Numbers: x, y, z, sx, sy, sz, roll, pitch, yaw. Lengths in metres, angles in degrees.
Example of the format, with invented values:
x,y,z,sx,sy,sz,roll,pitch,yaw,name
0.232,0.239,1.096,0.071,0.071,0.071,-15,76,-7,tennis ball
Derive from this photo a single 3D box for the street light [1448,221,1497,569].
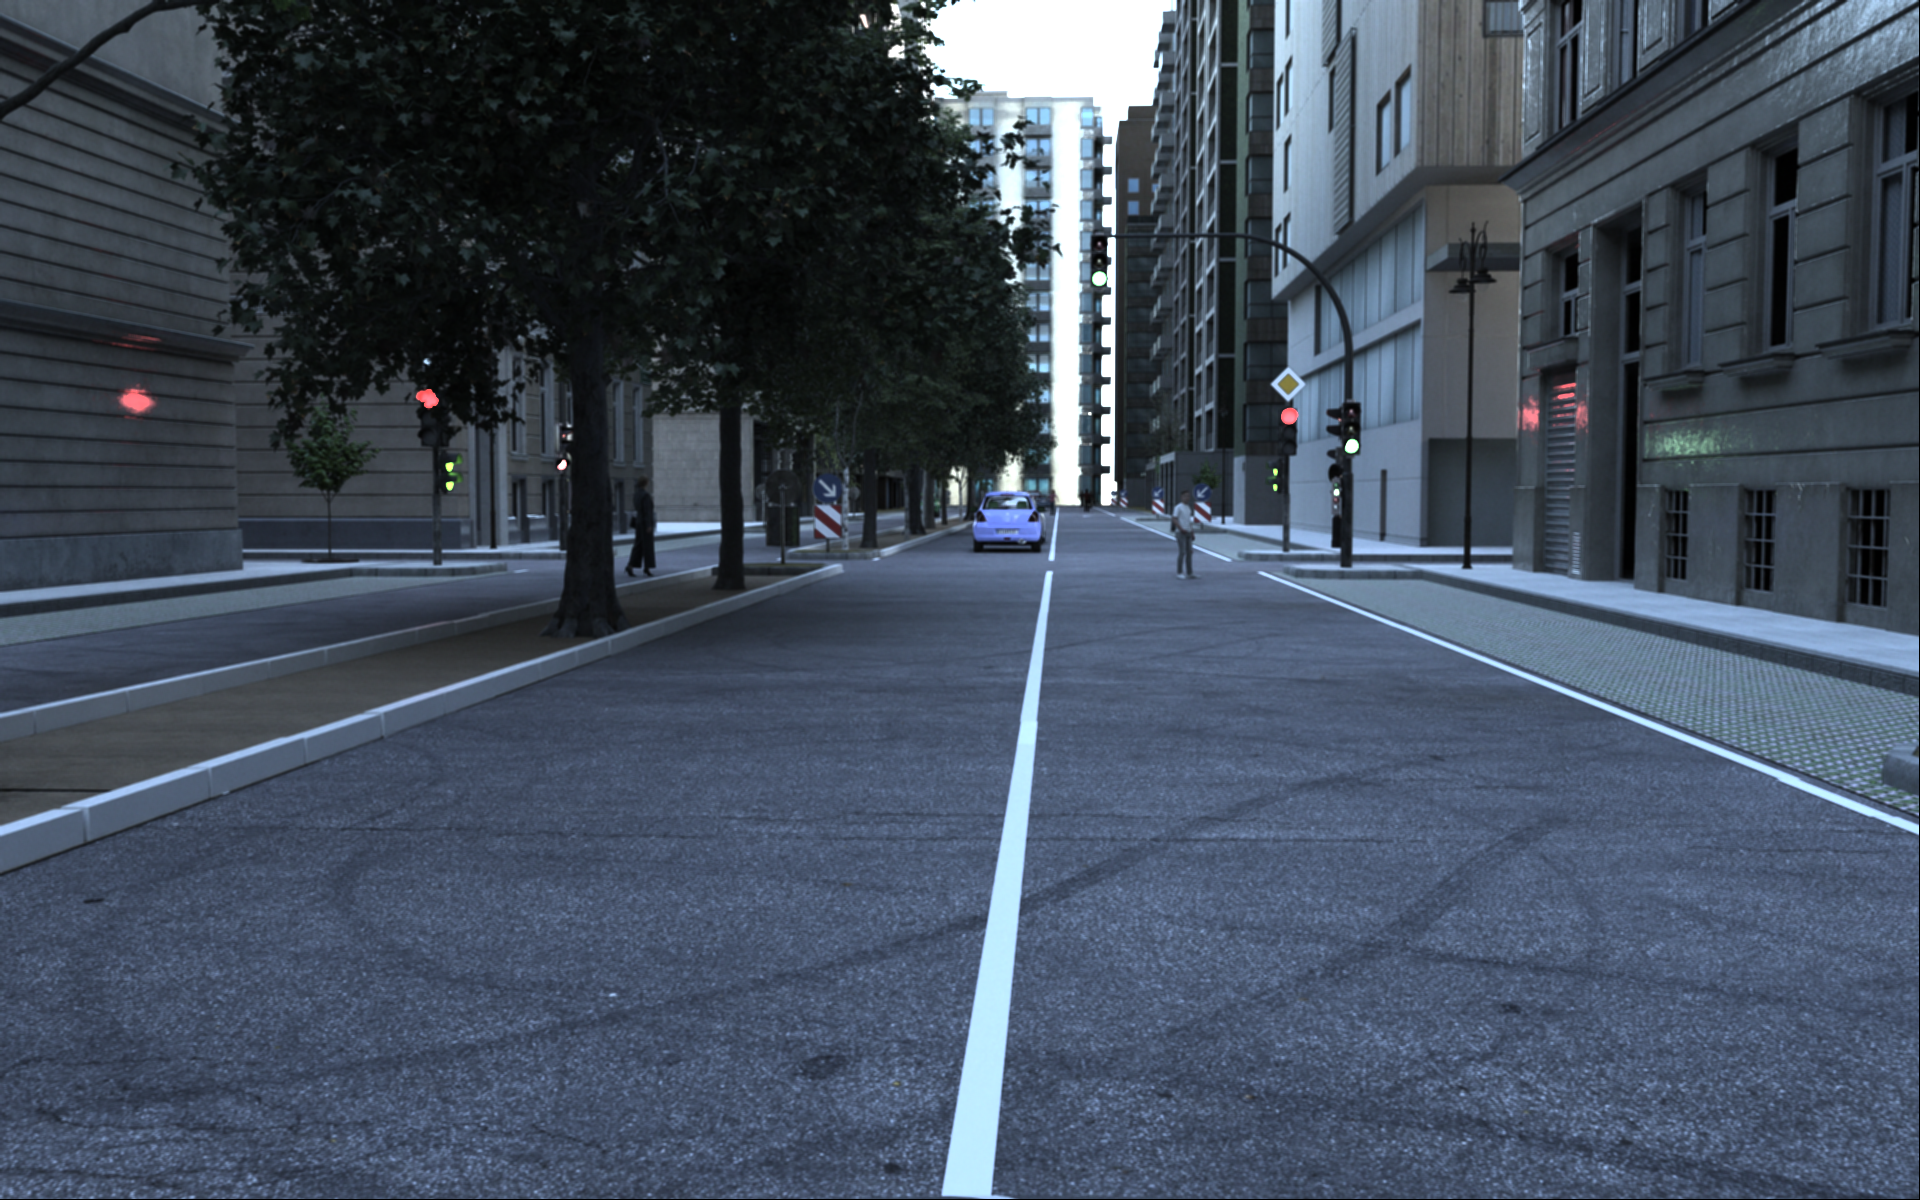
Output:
x,y,z,sx,sy,sz,roll,pitch,yaw,name
8.721,-3.475,29.611,0.468,5.910,1.993,0,4,3,street light

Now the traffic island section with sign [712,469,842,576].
x,y,z,sx,sy,sz,roll,pitch,yaw,name
-3.288,-1.407,31.133,2.006,1.907,1.989,0,4,3,traffic island section with sign

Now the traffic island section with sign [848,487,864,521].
x,y,z,sx,sy,sz,roll,pitch,yaw,name
-5.616,-5.100,92.017,1.989,1.847,2.006,0,4,3,traffic island section with sign

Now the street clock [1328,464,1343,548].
x,y,z,sx,sy,sz,roll,pitch,yaw,name
9.011,-2.249,41.344,0.358,2.002,0.471,-1,4,-22,street clock

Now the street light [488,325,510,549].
x,y,z,sx,sy,sz,roll,pitch,yaw,name
-10.943,-4.138,40.445,0.468,5.910,1.993,0,4,3,street light

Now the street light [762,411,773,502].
x,y,z,sx,sy,sz,roll,pitch,yaw,name
-8.731,-6.483,78.793,0.468,5.910,1.993,0,4,3,street light

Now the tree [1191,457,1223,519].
x,y,z,sx,sy,sz,roll,pitch,yaw,name
12.794,-5.868,90.545,1.663,3.219,1.824,0,3,0,tree

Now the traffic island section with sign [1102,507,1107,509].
x,y,z,sx,sy,sz,roll,pitch,yaw,name
14.664,-9.689,167.047,1.989,1.847,2.006,0,4,3,traffic island section with sign

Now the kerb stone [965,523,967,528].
x,y,z,sx,sy,sz,roll,pitch,yaw,name
0.088,-3.021,71.587,0.120,0.150,1.000,0,4,3,kerb stone

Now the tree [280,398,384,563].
x,y,z,sx,sy,sz,roll,pitch,yaw,name
-12.001,-2.324,32.595,1.663,3.219,1.824,0,3,0,tree

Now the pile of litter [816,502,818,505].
x,y,z,sx,sy,sz,roll,pitch,yaw,name
-9.265,-5.863,109.817,1.719,0.858,1.176,1,4,14,pile of litter

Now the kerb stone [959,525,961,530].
x,y,z,sx,sy,sz,roll,pitch,yaw,name
-0.149,-2.771,67.498,0.120,0.150,1.000,0,4,3,kerb stone

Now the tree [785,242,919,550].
x,y,z,sx,sy,sz,roll,pitch,yaw,name
-2.659,-5.336,40.055,4.360,8.622,3.978,0,3,0,tree

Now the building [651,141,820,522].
x,y,z,sx,sy,sz,roll,pitch,yaw,name
-13.734,-13.975,79.399,10.553,20.767,40.483,0,4,3,building

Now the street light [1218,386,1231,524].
x,y,z,sx,sy,sz,roll,pitch,yaw,name
11.287,-6.195,74.076,0.468,5.910,1.993,0,4,3,street light

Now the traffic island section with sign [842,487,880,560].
x,y,z,sx,sy,sz,roll,pitch,yaw,name
-2.852,-1.859,38.528,2.006,1.907,1.989,0,4,3,traffic island section with sign

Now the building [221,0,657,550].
x,y,z,sx,sy,sz,roll,pitch,yaw,name
-17.141,-16.095,49.059,13.634,28.700,20.117,0,4,3,building

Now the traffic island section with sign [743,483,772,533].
x,y,z,sx,sy,sz,roll,pitch,yaw,name
-7.231,-3.372,63.768,1.989,1.847,2.006,0,4,3,traffic island section with sign

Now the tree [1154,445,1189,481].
x,y,z,sx,sy,sz,roll,pitch,yaw,name
14.619,-8.079,115.810,4.285,4.588,4.351,0,3,0,tree

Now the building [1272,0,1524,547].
x,y,z,sx,sy,sz,roll,pitch,yaw,name
23.987,-28.218,50.611,27.495,52.752,28.713,0,4,3,building

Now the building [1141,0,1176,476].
x,y,z,sx,sy,sz,roll,pitch,yaw,name
28.974,-32.927,157.967,23.786,49.044,30.456,0,4,3,building

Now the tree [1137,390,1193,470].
x,y,z,sx,sy,sz,roll,pitch,yaw,name
14.532,-10.411,120.588,4.360,8.622,3.978,0,3,0,tree

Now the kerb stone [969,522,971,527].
x,y,z,sx,sy,sz,roll,pitch,yaw,name
0.266,-3.209,74.666,0.120,0.150,1.000,0,4,3,kerb stone

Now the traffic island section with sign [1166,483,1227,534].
x,y,z,sx,sy,sz,roll,pitch,yaw,name
8.691,-3.346,63.342,1.989,1.847,2.006,0,4,3,traffic island section with sign

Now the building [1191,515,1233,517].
x,y,z,sx,sy,sz,roll,pitch,yaw,name
22.716,-40.529,100.906,20.563,71.187,20.611,0,4,3,building

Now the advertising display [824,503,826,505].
x,y,z,sx,sy,sz,roll,pitch,yaw,name
-7.302,-5.453,94.373,0.123,1.923,0.974,-1,4,-11,advertising display

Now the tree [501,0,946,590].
x,y,z,sx,sy,sz,roll,pitch,yaw,name
-3.510,-6.445,25.968,7.486,12.596,7.792,0,3,0,tree

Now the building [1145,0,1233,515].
x,y,z,sx,sy,sz,roll,pitch,yaw,name
25.095,-42.410,131.650,20.563,71.187,20.611,0,4,3,building

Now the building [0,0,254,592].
x,y,z,sx,sy,sz,roll,pitch,yaw,name
-29.364,-12.562,24.467,34.723,24.649,14.460,0,4,3,building

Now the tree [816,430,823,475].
x,y,z,sx,sy,sz,roll,pitch,yaw,name
-7.895,-9.833,111.127,4.737,8.622,4.395,0,3,0,tree

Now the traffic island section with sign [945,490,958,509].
x,y,z,sx,sy,sz,roll,pitch,yaw,name
-1.192,-9.789,168.679,1.989,1.847,2.006,0,4,3,traffic island section with sign

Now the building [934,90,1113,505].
x,y,z,sx,sy,sz,roll,pitch,yaw,name
2.915,-35.997,208.157,30.456,49.044,23.786,0,4,3,building

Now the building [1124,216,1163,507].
x,y,z,sx,sy,sz,roll,pitch,yaw,name
24.186,-25.049,181.247,14.160,30.474,14.107,0,4,3,building

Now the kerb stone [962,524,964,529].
x,y,z,sx,sy,sz,roll,pitch,yaw,name
-0.025,-2.896,69.546,0.120,0.150,1.000,0,4,3,kerb stone

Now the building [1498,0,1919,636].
x,y,z,sx,sy,sz,roll,pitch,yaw,name
15.892,-11.075,14.365,16.112,22.955,30.059,0,4,3,building

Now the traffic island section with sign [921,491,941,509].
x,y,z,sx,sy,sz,roll,pitch,yaw,name
-2.795,-8.084,140.797,1.989,1.847,2.006,0,4,3,traffic island section with sign

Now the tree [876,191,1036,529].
x,y,z,sx,sy,sz,roll,pitch,yaw,name
-1.343,-9.882,70.683,9.857,13.997,8.962,0,3,0,tree

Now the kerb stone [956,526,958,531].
x,y,z,sx,sy,sz,roll,pitch,yaw,name
-0.262,-2.646,65.456,0.120,0.150,1.000,0,4,3,kerb stone

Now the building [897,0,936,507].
x,y,z,sx,sy,sz,roll,pitch,yaw,name
-13.578,-45.357,179.845,20.611,71.187,20.563,0,4,3,building

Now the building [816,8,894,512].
x,y,z,sx,sy,sz,roll,pitch,yaw,name
-16.677,-28.996,128.708,22.147,44.769,28.867,0,4,3,building

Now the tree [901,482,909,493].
x,y,z,sx,sy,sz,roll,pitch,yaw,name
-4.524,-10.261,162.375,1.663,3.219,1.824,0,3,0,tree

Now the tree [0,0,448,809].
x,y,z,sx,sy,sz,roll,pitch,yaw,name
-4.812,-4.853,7.557,9.928,11.665,9.643,0,3,0,tree

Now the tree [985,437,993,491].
x,y,z,sx,sy,sz,roll,pitch,yaw,name
0.067,-8.180,86.564,4.737,8.622,4.395,0,3,0,tree

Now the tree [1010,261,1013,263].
x,y,z,sx,sy,sz,roll,pitch,yaw,name
-2.481,-7.667,45.947,7.486,12.596,7.792,0,3,0,tree

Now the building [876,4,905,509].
x,y,z,sx,sy,sz,roll,pitch,yaw,name
-12.345,-30.584,150.152,14.600,45.320,14.200,0,4,3,building

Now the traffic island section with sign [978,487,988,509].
x,y,z,sx,sy,sz,roll,pitch,yaw,name
1.462,-6.447,113.543,2.006,1.907,1.989,0,4,3,traffic island section with sign

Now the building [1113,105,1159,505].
x,y,z,sx,sy,sz,roll,pitch,yaw,name
25.307,-33.782,202.449,14.200,45.320,14.600,0,4,3,building

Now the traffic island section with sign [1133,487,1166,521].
x,y,z,sx,sy,sz,roll,pitch,yaw,name
10.304,-5.066,91.463,1.989,1.847,2.006,0,4,3,traffic island section with sign

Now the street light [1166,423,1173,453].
x,y,z,sx,sy,sz,roll,pitch,yaw,name
13.554,-8.525,112.174,0.468,5.910,1.993,0,4,3,street light

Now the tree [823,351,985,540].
x,y,z,sx,sy,sz,roll,pitch,yaw,name
-1.610,-6.122,52.918,4.737,8.622,4.395,0,3,0,tree

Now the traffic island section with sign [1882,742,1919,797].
x,y,z,sx,sy,sz,roll,pitch,yaw,name
5.499,0.040,7.976,1.989,1.847,2.006,0,4,3,traffic island section with sign

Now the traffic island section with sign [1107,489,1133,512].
x,y,z,sx,sy,sz,roll,pitch,yaw,name
13.100,-8.038,140.047,1.989,1.847,2.006,0,4,3,traffic island section with sign

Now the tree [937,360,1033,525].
x,y,z,sx,sy,sz,roll,pitch,yaw,name
-0.676,-8.771,80.279,8.767,10.594,7.601,0,4,3,tree

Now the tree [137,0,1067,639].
x,y,z,sx,sy,sz,roll,pitch,yaw,name
-3.742,-5.986,17.331,9.611,12.733,9.660,0,3,0,tree

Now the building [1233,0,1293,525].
x,y,z,sx,sy,sz,roll,pitch,yaw,name
19.154,-18.673,76.999,14.160,30.474,14.107,0,4,3,building
